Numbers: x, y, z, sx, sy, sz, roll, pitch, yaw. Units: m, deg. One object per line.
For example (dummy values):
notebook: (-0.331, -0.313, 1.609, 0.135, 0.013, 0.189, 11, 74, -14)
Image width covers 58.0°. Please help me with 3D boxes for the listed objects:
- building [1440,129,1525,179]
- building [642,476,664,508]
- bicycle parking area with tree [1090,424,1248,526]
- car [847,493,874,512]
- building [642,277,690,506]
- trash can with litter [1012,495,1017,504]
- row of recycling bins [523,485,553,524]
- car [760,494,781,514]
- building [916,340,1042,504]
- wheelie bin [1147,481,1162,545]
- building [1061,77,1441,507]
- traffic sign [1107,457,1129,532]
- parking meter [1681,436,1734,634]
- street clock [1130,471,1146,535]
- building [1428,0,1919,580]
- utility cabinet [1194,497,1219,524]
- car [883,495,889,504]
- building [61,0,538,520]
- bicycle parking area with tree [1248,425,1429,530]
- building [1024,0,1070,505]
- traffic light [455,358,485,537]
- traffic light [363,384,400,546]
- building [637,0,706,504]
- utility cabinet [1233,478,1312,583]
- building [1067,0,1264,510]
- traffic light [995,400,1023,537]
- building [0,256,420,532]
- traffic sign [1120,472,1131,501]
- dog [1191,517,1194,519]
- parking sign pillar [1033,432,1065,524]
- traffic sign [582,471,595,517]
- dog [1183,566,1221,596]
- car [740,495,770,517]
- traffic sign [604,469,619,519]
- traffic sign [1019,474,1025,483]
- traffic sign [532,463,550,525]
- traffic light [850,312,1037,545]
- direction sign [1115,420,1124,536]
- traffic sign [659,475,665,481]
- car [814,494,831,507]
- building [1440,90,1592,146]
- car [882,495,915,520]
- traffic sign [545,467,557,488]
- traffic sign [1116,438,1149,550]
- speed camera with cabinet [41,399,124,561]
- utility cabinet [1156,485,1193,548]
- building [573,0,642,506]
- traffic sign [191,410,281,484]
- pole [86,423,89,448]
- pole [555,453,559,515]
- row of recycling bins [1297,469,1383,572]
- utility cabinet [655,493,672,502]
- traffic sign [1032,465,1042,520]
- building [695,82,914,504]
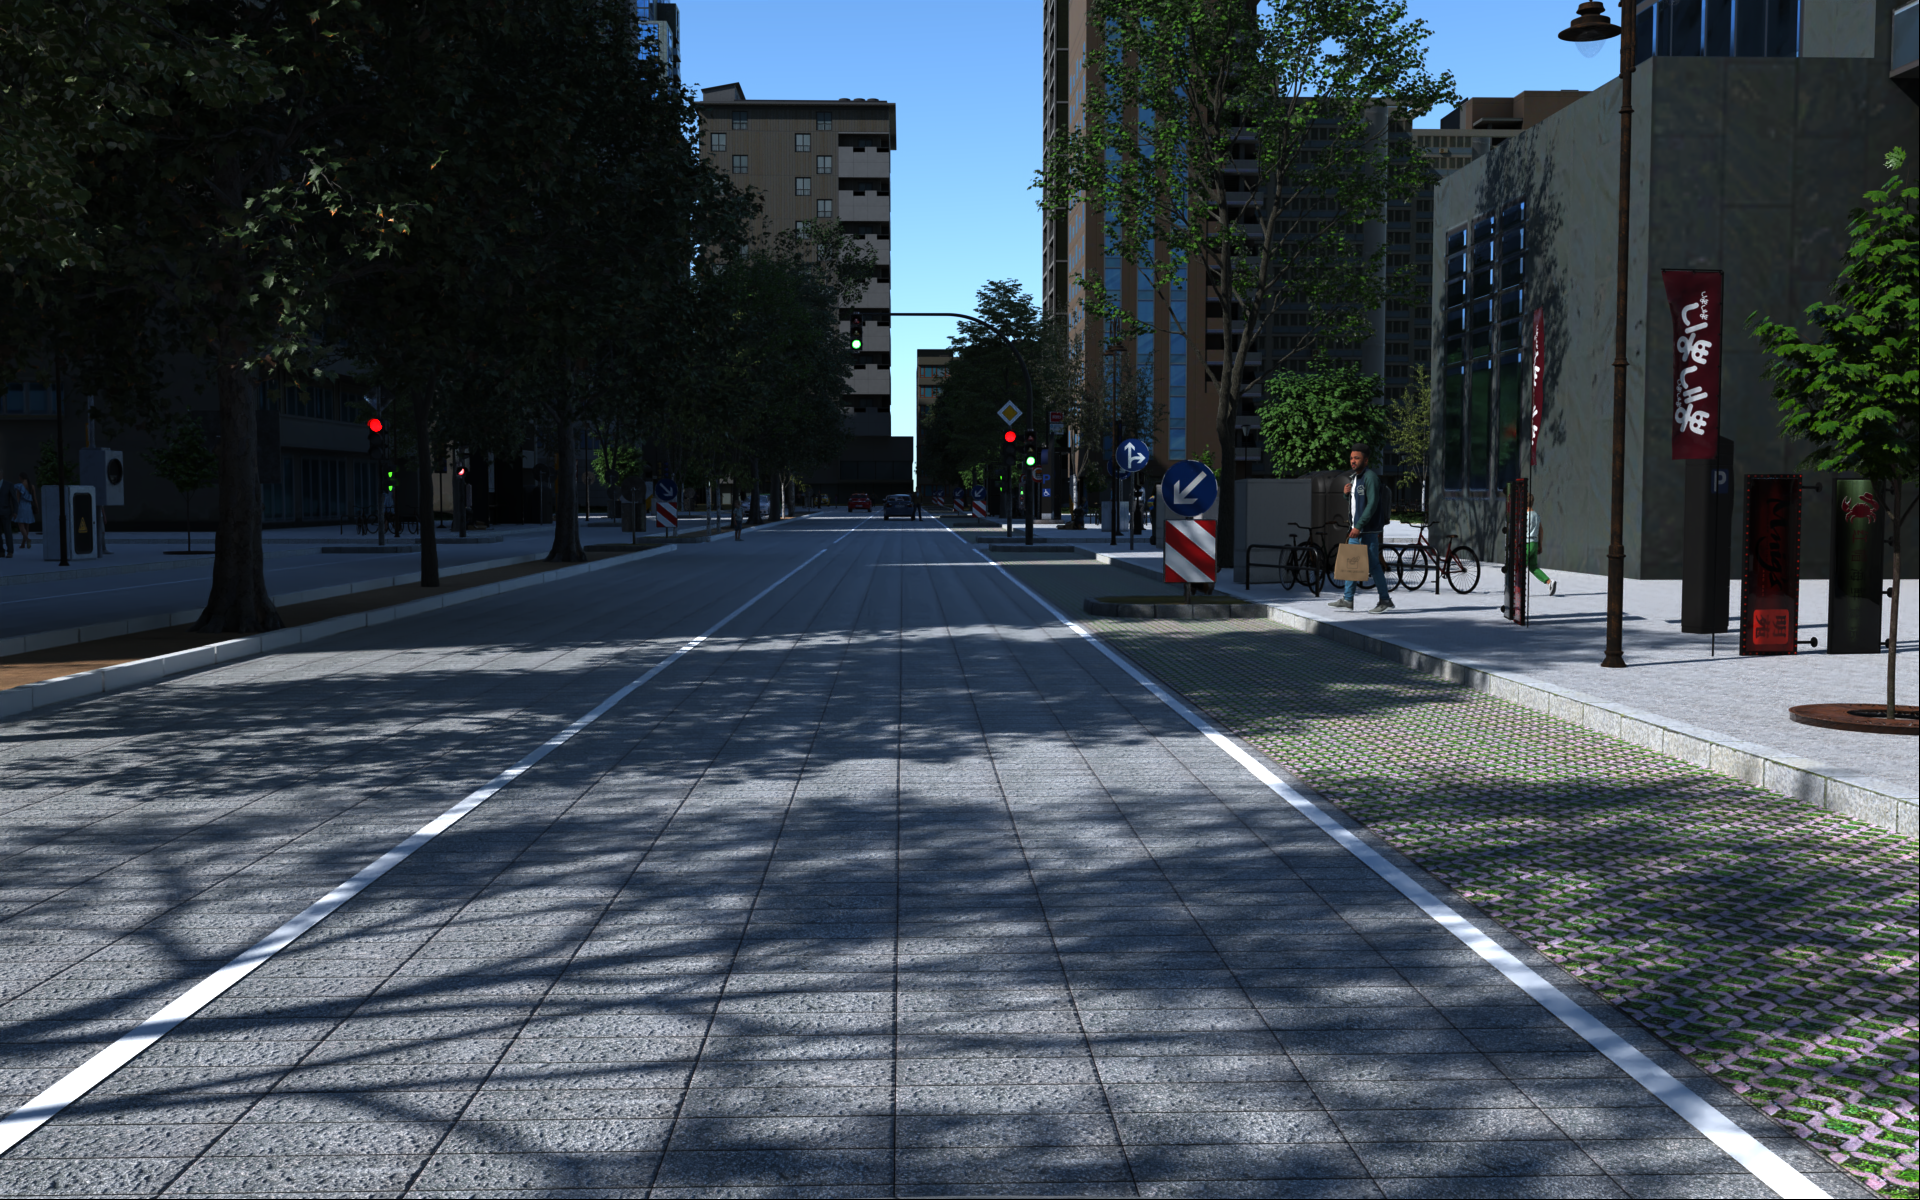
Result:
building: (42.309, -29.850, 179.929, 23.993, 40.220, 32.217, 0, 4, -2)
building: (-44.908, -28.942, 165.082, 32.217, 40.220, 23.993, 0, 4, -2)
bicycle parking area with tree: (9.266, -5.182, 71.723, 8.231, 4.147, 9.016, 1, 4, 11)
car: (-7.962, -7.882, 137.908, 2.155, 1.783, 4.494, 0, 4, -1)
building: (-36.462, -30.783, 186.892, 14.086, 41.232, 14.154, 0, 4, -2)
trash can with litter: (3.008, -5.156, 95.360, 1.678, 1.210, 2.233, -1, 4, -13)
row of recycling bins: (-18.948, -4.221, 76.125, 1.069, 1.692, 3.534, -3, 4, -37)
car: (-13.467, -6.822, 120.339, 1.959, 1.807, 4.718, 0, 3, 0)
building: (8.717, -23.694, 232.432, 28.899, 21.520, 27.650, 0, 4, -2)
wheelie bin: (5.211, -2.176, 43.478, 0.980, 1.594, 0.693, -1, 4, -22)
building: (24.816, -28.773, 162.324, 32.217, 40.220, 23.993, 0, 4, -2)
traffic sign: (5.137, -3.424, 56.089, 0.768, 2.556, 0.104, 0, 4, -1)
parking meter: (6.908, -0.629, 15.994, 0.399, 1.863, 0.255, -2, 4, -26)
street clock: (5.613, -3.067, 54.709, 0.471, 2.002, 0.358, -3, 4, -36)
building: (21.488, -43.178, 18.630, 22.319, 86.520, 31.000, 0, 4, -2)
utility cabinet: (5.424, -1.570, 36.826, 1.020, 1.237, 0.306, -2, 4, -34)
car: (-5.796, -8.600, 152.977, 2.083, 1.381, 4.827, 0, 4, -1)
building: (-38.943, -29.455, 105.298, 21.300, 48.544, 21.600, 0, 4, -2)
bicycle parking area with tree: (14.733, -4.357, 58.241, 8.231, 4.147, 9.016, 1, 4, 21)
building: (17.566, -45.589, 183.628, 20.563, 71.187, 20.611, 0, 4, -2)
traffic light: (-12.602, -4.682, 51.220, 4.771, 5.953, 1.251, 0, 4, -2)
traffic light: (-14.428, -3.316, 43.135, 0.839, 4.253, 0.868, 0, 4, -2)
building: (-49.467, -55.872, 226.174, 31.000, 86.520, 22.319, 0, 4, -2)
utility cabinet: (4.503, -0.997, 24.983, 1.173, 1.500, 0.318, -2, 4, -29)
building: (16.486, -30.135, 142.824, 14.600, 45.320, 14.200, 0, 4, -2)
traffic light: (1.462, -3.837, 51.661, 0.839, 4.253, 0.868, 0, 4, -2)
building: (-35.041, -27.148, 67.572, 21.300, 48.544, 21.600, 0, 4, -2)
traffic sign: (5.618, -3.684, 60.338, 0.768, 2.556, 0.104, 0, 4, 6)
dog: (5.328, -1.561, 39.900, 0.800, 0.831, 0.513, -3, 4, -37)
parking sign pillar: (3.776, -5.250, 74.306, 1.447, 3.967, 1.447, 1, 4, 9)
traffic sign: (-20.634, -5.874, 96.144, 0.768, 2.556, 0.104, 0, 4, 4)
dog: (3.108, -0.195, 22.482, 0.540, 0.507, 0.406, 0, 4, 7)
car: (-13.073, -6.074, 111.674, 2.083, 1.381, 4.827, 0, 3, 0)
traffic sign: (-17.668, -5.365, 87.819, 0.768, 2.556, 0.104, 0, 4, 5)
traffic sign: (3.949, -6.370, 104.259, 0.768, 2.556, 0.104, 0, 4, 7)
traffic sign: (-17.313, -4.370, 71.555, 0.768, 2.556, 0.104, 0, 4, 5)
traffic light: (-0.364, -4.208, 43.471, 4.771, 5.953, 1.251, 0, 4, -2)
direction sign: (4.873, -3.751, 53.321, 0.379, 3.537, 0.876, 0, 4, -7)
traffic sign: (-20.112, -7.157, 117.025, 0.884, 2.594, 0.081, 0, 3, 0)
car: (-15.762, -11.490, 198.088, 2.015, 1.641, 3.980, 0, 4, -3)
building: (61.333, -32.978, 189.294, 14.200, 45.320, 14.600, 0, 4, -2)
car: (-3.337, -5.127, 95.829, 2.014, 1.417, 4.499, 0, 4, -2)
traffic sign: (-19.019, -4.900, 80.224, 0.768, 2.556, 0.104, 0, 4, 7)
traffic sign: (3.946, -2.421, 39.691, 0.768, 2.556, 0.104, 0, 4, 5)
speed camera with cabinet: (-17.170, -2.421, 33.923, 0.660, 3.252, 2.038, 0, 4, 2)
utility cabinet: (5.134, -1.970, 40.885, 1.173, 1.500, 0.318, -3, 5, -42)
building: (-38.393, -36.494, 138.669, 21.231, 58.520, 28.212, 0, 4, -2)
traffic sign: (-17.592, -2.949, 42.091, 2.265, 3.308, 0.079, 0, 4, 6)
pole: (-24.984, -3.420, 49.755, 0.158, 3.312, 0.155, 0, 3, 0)
pole: (-19.982, -5.632, 85.922, 0.158, 3.312, 0.155, 0, 3, 0)
row of recycling bins: (6.462, -1.400, 30.004, 1.069, 1.692, 3.534, 0, 4, -2)
utility cabinet: (-20.420, -6.768, 119.331, 1.173, 1.500, 0.318, -1, 4, -15)
traffic sign: (3.440, -4.634, 75.871, 0.768, 2.556, 0.104, 0, 3, 0)
building: (-20.051, -39.242, 230.841, 27.495, 52.752, 28.713, 0, 4, -2)
